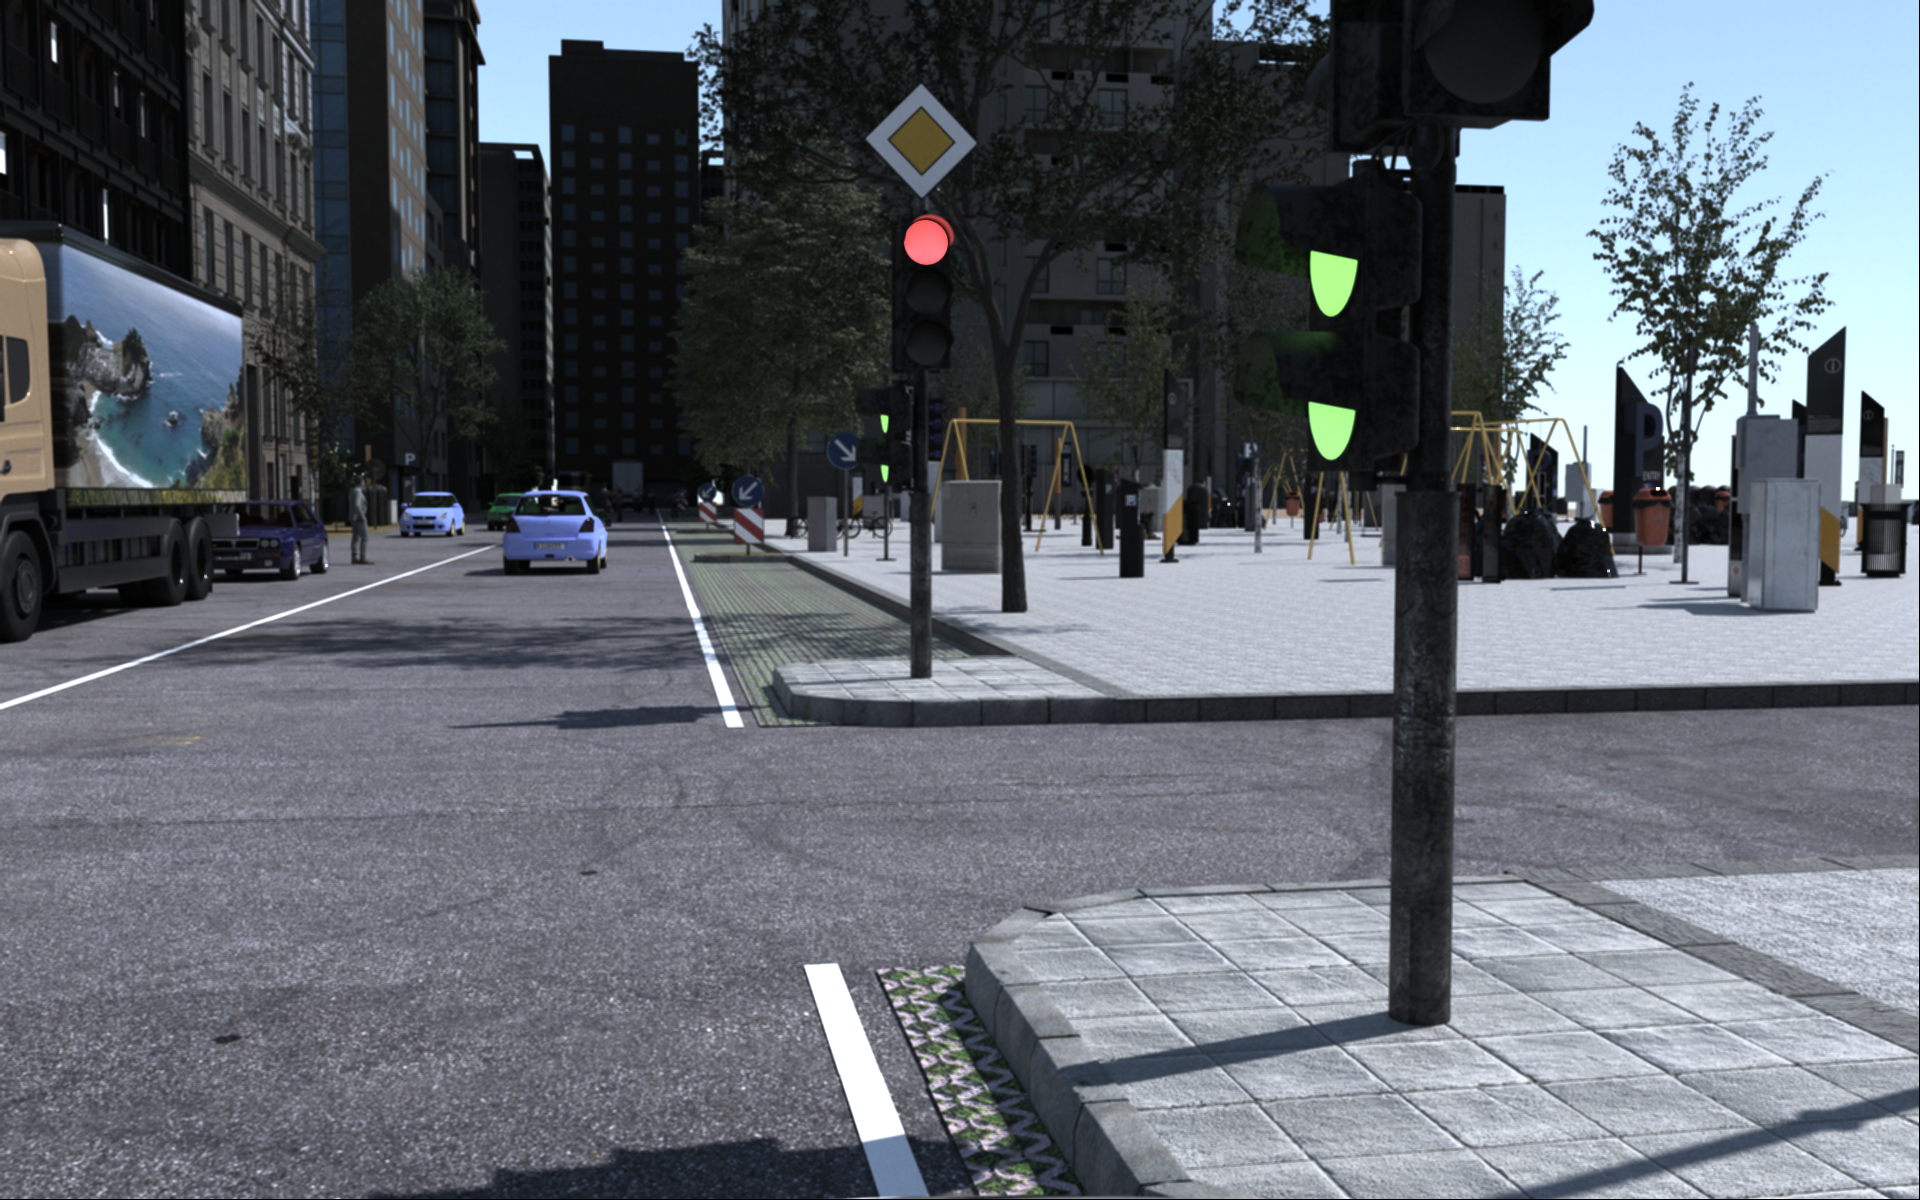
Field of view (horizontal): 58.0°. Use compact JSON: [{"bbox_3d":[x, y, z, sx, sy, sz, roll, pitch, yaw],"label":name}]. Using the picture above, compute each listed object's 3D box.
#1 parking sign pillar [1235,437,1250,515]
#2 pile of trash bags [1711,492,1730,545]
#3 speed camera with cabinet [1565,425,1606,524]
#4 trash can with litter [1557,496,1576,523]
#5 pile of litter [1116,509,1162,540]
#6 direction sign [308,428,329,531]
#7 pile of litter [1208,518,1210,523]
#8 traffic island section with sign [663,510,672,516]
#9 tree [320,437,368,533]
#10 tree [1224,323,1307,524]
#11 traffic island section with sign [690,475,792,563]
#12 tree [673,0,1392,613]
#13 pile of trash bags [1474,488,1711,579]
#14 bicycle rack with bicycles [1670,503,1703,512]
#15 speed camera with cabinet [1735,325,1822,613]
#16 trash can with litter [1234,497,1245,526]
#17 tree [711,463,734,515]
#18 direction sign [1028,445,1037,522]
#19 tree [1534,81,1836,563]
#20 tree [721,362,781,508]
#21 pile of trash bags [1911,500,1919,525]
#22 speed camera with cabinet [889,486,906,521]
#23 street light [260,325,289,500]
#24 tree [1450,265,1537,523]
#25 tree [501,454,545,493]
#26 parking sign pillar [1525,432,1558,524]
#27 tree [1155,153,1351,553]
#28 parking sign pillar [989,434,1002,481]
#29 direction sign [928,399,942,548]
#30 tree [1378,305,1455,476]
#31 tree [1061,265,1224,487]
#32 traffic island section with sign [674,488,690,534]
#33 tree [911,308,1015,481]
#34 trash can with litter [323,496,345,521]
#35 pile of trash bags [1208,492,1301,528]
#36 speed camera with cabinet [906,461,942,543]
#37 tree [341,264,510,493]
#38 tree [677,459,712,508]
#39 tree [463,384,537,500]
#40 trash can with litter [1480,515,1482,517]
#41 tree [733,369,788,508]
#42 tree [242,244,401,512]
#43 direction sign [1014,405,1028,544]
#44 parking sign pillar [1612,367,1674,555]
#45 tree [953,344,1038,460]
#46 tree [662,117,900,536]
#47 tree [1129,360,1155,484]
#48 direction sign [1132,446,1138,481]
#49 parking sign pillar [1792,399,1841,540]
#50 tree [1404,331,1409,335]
[{"bbox_3d":[13.256,-5.677,81.294,1.447,3.967,1.447,0,4,-2],"label":"parking sign pillar"},{"bbox_3d":[18.088,-2.112,44.279,3.447,1.369,1.912,0,4,5],"label":"pile of trash bags"},{"bbox_3d":[18.245,-3.437,50.525,0.660,3.252,2.038,3,4,37],"label":"speed camera with cabinet"},{"bbox_3d":[27.777,-4.138,78.720,2.233,1.210,1.678,0,4,1],"label":"trash can with litter"},{"bbox_3d":[5.067,-2.150,49.111,1.176,0.858,1.719,-1,4,-12],"label":"pile of litter"},{"bbox_3d":[-22.012,-4.132,59.559,0.379,3.537,0.876,2,4,28],"label":"direction sign"},{"bbox_3d":[11.835,-3.891,77.590,1.719,0.858,1.176,1,4,10],"label":"pile of litter"},{"bbox_3d":[-18.074,-6.341,112.302,1.989,1.847,2.006,-1,4,-10],"label":"traffic island section with sign"},{"bbox_3d":[-20.879,-3.863,57.756,1.663,3.219,1.824,0,3,0],"label":"tree"},{"bbox_3d":[13.133,-7.509,73.131,4.737,8.622,4.395,0,3,0],"label":"tree"},{"bbox_3d":[-4.636,-1.719,36.733,1.989,1.847,2.006,-1,4,-10],"label":"traffic island section with sign"},{"bbox_3d":[0.668,-5.166,18.879,8.767,10.594,7.601,1,4,9],"label":"tree"},{"bbox_3d":[9.596,-1.064,27.153,3.447,1.369,1.912,-1,4,-14],"label":"pile of trash bags"},{"bbox_3d":[28.725,-3.269,66.836,2.925,0.926,2.852,0,4,7],"label":"bicycle rack with bicycles"},{"bbox_3d":[9.269,-1.547,19.623,0.660,3.252,2.038,1,4,16],"label":"speed camera with cabinet"},{"bbox_3d":[11.221,-3.583,69.964,0.624,1.170,1.055,-1,4,-20],"label":"trash can with litter"},{"bbox_3d":[-14.599,-6.899,107.401,1.663,3.219,1.824,0,3,0],"label":"tree"},{"bbox_3d":[3.189,-5.387,80.069,0.876,3.537,0.379,3,5,41],"label":"direction sign"},{"bbox_3d":[13.583,-4.989,31.939,4.737,8.622,4.395,0,3,0],"label":"tree"},{"bbox_3d":[-10.835,-8.430,88.190,4.360,8.622,3.978,0,3,0],"label":"tree"},{"bbox_3d":[41.407,-3.883,73.247,1.912,1.369,3.447,3,4,36],"label":"pile of trash bags"},{"bbox_3d":[-2.612,-5.359,81.963,0.660,3.252,2.038,-2,4,-33],"label":"speed camera with cabinet"},{"bbox_3d":[-18.755,-4.571,47.519,0.468,5.910,1.993,-1,4,-10],"label":"street light"},{"bbox_3d":[17.269,-6.396,54.940,4.737,8.622,4.395,0,3,0],"label":"tree"},{"bbox_3d":[-35.228,-9.477,138.666,4.285,4.588,4.351,0,3,0],"label":"tree"},{"bbox_3d":[25.252,-5.303,75.170,1.447,3.967,1.447,-3,5,-40],"label":"parking sign pillar"},{"bbox_3d":[6.486,-5.321,37.364,4.360,8.622,3.978,0,3,0],"label":"tree"},{"bbox_3d":[1.594,-5.381,76.454,1.447,3.967,1.447,0,4,-7],"label":"parking sign pillar"},{"bbox_3d":[-0.864,-3.009,41.197,0.876,3.537,0.379,0,4,1],"label":"direction sign"},{"bbox_3d":[10.505,-5.836,45.780,4.360,8.622,3.978,0,3,0],"label":"tree"},{"bbox_3d":[5.446,-6.366,54.440,4.737,8.622,4.395,0,3,0],"label":"tree"},{"bbox_3d":[-9.353,-3.342,63.274,1.989,1.847,2.006,-1,4,-10],"label":"traffic island section with sign"},{"bbox_3d":[0.003,-7.112,66.646,4.360,8.622,3.978,0,3,0],"label":"tree"},{"bbox_3d":[-29.492,-4.297,81.647,1.055,1.170,0.624,-2,4,-28],"label":"trash can with litter"},{"bbox_3d":[11.121,-3.401,65.355,3.447,1.369,1.912,0,4,8],"label":"pile of trash bags"},{"bbox_3d":[-0.502,-3.170,46.171,0.660,3.252,2.038,-3,4,-37],"label":"speed camera with cabinet"},{"bbox_3d":[-24.169,-9.308,77.937,9.928,11.665,9.643,0,3,0],"label":"tree"},{"bbox_3d":[-24.890,-10.932,162.452,4.285,4.588,4.351,0,3,0],"label":"tree"},{"bbox_3d":[-30.257,-9.985,113.625,4.737,8.622,4.395,0,3,0],"label":"tree"},{"bbox_3d":[28.439,-4.959,92.135,2.233,1.210,1.678,2,4,28],"label":"trash can with litter"},{"bbox_3d":[-9.297,-8.061,82.153,4.737,8.622,4.395,0,3,0],"label":"tree"},{"bbox_3d":[-19.266,-6.210,51.902,4.360,8.622,3.978,0,3,0],"label":"tree"},{"bbox_3d":[1.447,-3.217,44.589,0.379,3.537,0.876,0,4,7],"label":"direction sign"},{"bbox_3d":[14.540,-2.972,37.067,1.447,3.967,1.447,-3,4,-38],"label":"parking sign pillar"},{"bbox_3d":[1.819,-8.125,83.198,4.737,8.622,4.395,0,3,0],"label":"tree"},{"bbox_3d":[-4.714,-8.228,52.658,7.486,12.596,7.792,0,3,0],"label":"tree"},{"bbox_3d":[10.220,-8.289,85.885,4.360,8.622,3.978,0,3,0],"label":"tree"},{"bbox_3d":[8.193,-5.456,81.208,0.379,3.537,0.876,-1,4,-8],"label":"direction sign"},{"bbox_3d":[23.979,-3.680,48.634,1.447,3.967,1.447,3,5,42],"label":"parking sign pillar"},{"bbox_3d":[17.770,-6.886,62.944,4.737,8.622,4.395,0,3,0],"label":"tree"}]
